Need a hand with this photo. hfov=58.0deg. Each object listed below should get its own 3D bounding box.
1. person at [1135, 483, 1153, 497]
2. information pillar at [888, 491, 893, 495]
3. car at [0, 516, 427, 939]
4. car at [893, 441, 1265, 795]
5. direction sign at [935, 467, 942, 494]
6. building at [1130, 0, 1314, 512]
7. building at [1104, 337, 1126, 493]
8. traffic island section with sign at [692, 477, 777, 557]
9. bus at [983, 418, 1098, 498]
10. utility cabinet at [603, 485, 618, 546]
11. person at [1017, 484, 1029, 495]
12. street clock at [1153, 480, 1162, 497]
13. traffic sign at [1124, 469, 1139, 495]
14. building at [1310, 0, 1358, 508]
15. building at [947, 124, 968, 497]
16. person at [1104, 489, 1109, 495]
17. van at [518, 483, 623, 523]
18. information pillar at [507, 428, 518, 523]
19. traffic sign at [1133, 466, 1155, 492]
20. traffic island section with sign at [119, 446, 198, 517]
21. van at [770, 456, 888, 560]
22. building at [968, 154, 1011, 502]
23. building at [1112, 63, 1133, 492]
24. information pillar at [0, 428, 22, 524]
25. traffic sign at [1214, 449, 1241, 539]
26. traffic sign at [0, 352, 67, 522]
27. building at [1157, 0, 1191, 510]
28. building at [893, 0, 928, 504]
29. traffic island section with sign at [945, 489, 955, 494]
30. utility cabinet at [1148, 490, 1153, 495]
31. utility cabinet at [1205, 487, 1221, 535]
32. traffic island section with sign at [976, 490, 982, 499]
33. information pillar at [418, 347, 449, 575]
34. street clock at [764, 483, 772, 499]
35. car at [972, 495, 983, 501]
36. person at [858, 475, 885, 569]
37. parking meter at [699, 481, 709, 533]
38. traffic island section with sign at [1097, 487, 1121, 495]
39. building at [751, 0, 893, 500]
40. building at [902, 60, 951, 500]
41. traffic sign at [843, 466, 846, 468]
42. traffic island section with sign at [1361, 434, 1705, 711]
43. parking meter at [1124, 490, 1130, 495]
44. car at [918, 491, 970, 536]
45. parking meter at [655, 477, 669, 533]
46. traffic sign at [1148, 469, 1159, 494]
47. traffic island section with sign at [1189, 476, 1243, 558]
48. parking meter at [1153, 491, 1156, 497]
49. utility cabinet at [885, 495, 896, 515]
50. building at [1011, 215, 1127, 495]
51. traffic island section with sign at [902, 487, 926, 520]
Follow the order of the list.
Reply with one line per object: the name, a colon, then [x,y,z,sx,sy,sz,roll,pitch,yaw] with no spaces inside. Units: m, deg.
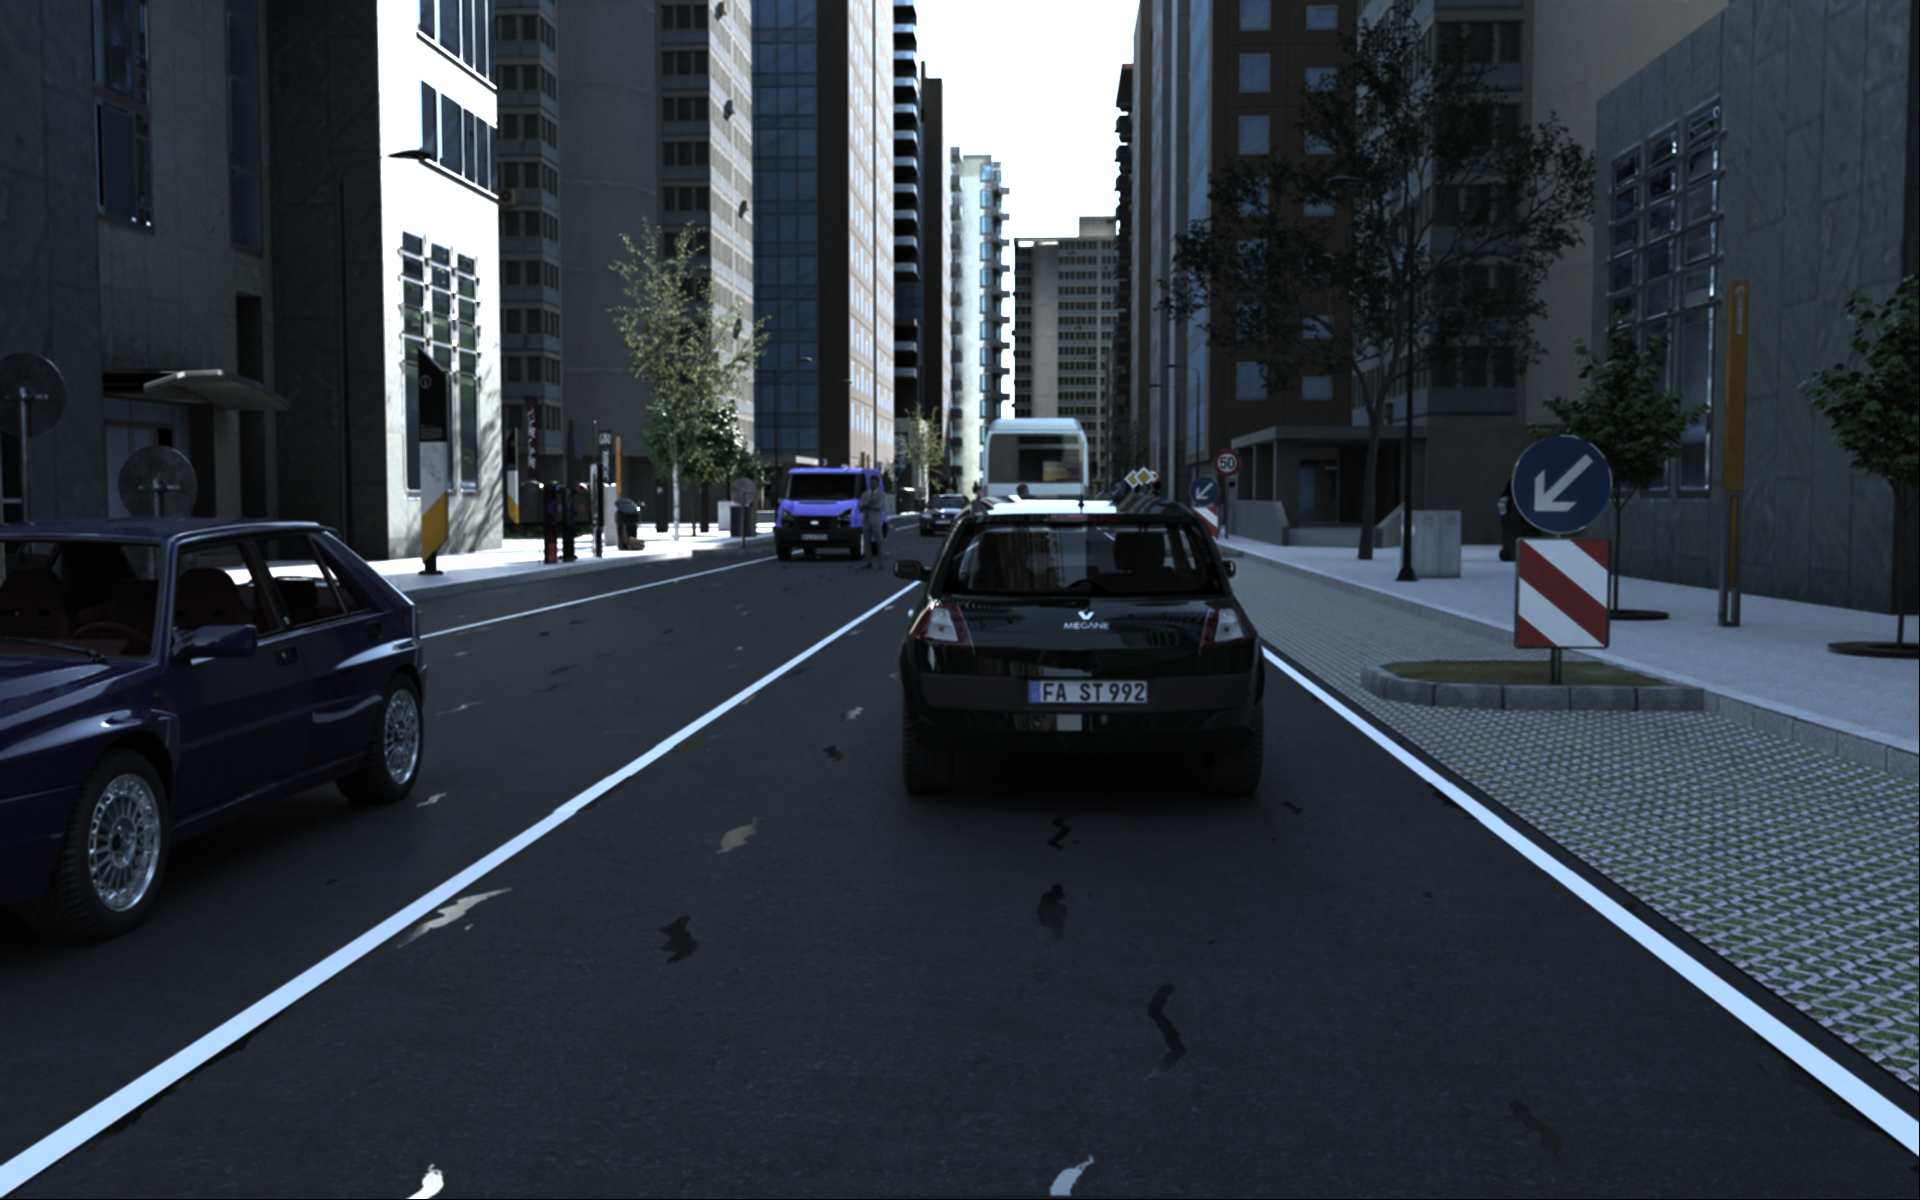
person: [5.797,-2.836,55.219,0.716,1.782,0.532,0,4,7]
information pillar: [-5.094,-7.458,126.433,0.304,2.012,0.304,3,5,39]
car: [-3.506,0.352,6.831,1.945,1.354,3.894,0,4,2]
car: [0.602,0.008,9.660,2.009,1.686,4.222,0,4,1]
direction sign: [-1.819,-9.398,145.654,0.379,3.537,0.876,-3,5,-40]
building: [22.384,-30.752,152.900,14.600,45.320,14.200,0,4,3]
building: [31.324,-21.993,204.623,27.650,21.520,28.899,0,4,3]
traffic island section with sign: [-5.085,-1.945,40.432,1.989,1.847,2.006,0,4,3]
bus: [2.370,-3.287,48.607,2.948,3.499,13.247,0,4,5]
utility cabinet: [-8.697,-2.101,43.032,0.318,1.500,1.173,-1,4,-15]
person: [1.069,-1.189,29.751,0.330,1.601,0.589,2,4,27]
street clock: [10.458,-5.335,91.802,0.358,2.002,0.471,-2,4,-32]
traffic sign: [7.018,-4.067,70.134,0.795,2.450,0.064,0,4,3]
building: [21.534,-29.262,128.542,14.600,45.320,14.200,0,4,3]
building: [-15.163,-36.103,209.888,30.456,49.044,23.786,0,4,3]
person: [9.562,-6.258,111.168,0.716,1.782,0.532,1,4,16]
van: [-15.008,-3.639,66.505,4.112,2.044,2.013,0,4,3]
information pillar: [-15.848,-4.283,61.382,0.504,3.616,0.183,3,4,37]
traffic sign: [6.591,-3.579,62.160,0.795,2.450,0.064,0,4,3]
traffic island section with sign: [-6.527,-0.299,13.515,1.989,1.847,2.006,0,4,3]
van: [-2.886,-2.133,39.266,2.240,2.365,5.245,0,4,4]
building: [-8.107,-38.051,241.740,30.456,49.044,23.786,0,4,3]
building: [26.744,-31.820,174.881,22.147,44.769,28.867,0,4,3]
information pillar: [-9.007,-0.723,16.312,0.304,2.012,0.304,2,4,23]
traffic sign: [7.618,-3.018,49.447,0.768,2.556,0.104,0,4,5]
traffic sign: [-8.415,-0.948,15.605,0.768,2.556,0.104,0,4,5]
building: [21.986,-34.063,98.921,21.231,58.520,28.212,0,4,3]
building: [-13.747,-51.833,160.135,22.319,86.520,31.000,0,4,3]
traffic island section with sign: [-0.655,-6.998,123.053,1.989,1.847,2.006,0,4,3]
utility cabinet: [9.734,-4.912,88.983,0.318,1.500,1.173,1,4,11]
utility cabinet: [7.839,-2.760,53.810,0.318,1.500,1.173,1,4,18]
traffic island section with sign: [1.976,-10.016,172.389,1.989,1.847,2.006,0,4,3]
information pillar: [-8.375,-2.212,27.518,0.504,3.616,0.183,1,4,22]
street clock: [-10.702,-5.614,96.354,0.471,2.002,0.358,-1,4,-21]
car: [1.905,-6.792,123.044,2.014,1.417,4.499,0,4,4]
person: [-1.693,-1.503,33.259,0.511,1.800,0.466,0,4,7]
parking meter: [-8.473,-3.160,57.380,0.255,1.863,0.399,-1,4,-19]
traffic island section with sign: [8.385,-5.292,95.159,1.989,1.847,2.006,0,4,3]
building: [-12.600,-29.503,132.488,14.600,45.320,14.200,0,4,3]
building: [-8.306,-32.635,183.693,14.600,45.320,14.200,0,4,3]
traffic sign: [-4.186,-3.615,62.755,0.795,2.450,0.064,0,4,3]
traffic island section with sign: [3.951,-0.227,12.345,1.989,1.847,2.006,0,4,3]
parking meter: [11.421,-6.739,118.588,0.372,1.533,0.369,0,3,0]
car: [-0.420,-3.114,60.700,2.009,1.686,4.222,0,4,4]
parking meter: [-9.869,-3.154,57.285,0.399,1.863,0.255,1,4,21]
traffic sign: [9.619,-5.309,86.908,0.768,2.556,0.104,0,4,7]
traffic island section with sign: [5.427,-1.903,39.736,1.989,1.847,2.006,0,4,3]
parking meter: [10.923,-5.495,98.256,0.372,1.533,0.369,0,3,0]
utility cabinet: [-4.375,-5.680,104.035,1.020,1.237,0.306,0,4,-8]
building: [19.278,-33.786,244.289,23.993,40.220,32.217,0,4,3]
traffic island section with sign: [-2.137,-5.321,95.628,1.989,1.847,2.006,0,4,3]
